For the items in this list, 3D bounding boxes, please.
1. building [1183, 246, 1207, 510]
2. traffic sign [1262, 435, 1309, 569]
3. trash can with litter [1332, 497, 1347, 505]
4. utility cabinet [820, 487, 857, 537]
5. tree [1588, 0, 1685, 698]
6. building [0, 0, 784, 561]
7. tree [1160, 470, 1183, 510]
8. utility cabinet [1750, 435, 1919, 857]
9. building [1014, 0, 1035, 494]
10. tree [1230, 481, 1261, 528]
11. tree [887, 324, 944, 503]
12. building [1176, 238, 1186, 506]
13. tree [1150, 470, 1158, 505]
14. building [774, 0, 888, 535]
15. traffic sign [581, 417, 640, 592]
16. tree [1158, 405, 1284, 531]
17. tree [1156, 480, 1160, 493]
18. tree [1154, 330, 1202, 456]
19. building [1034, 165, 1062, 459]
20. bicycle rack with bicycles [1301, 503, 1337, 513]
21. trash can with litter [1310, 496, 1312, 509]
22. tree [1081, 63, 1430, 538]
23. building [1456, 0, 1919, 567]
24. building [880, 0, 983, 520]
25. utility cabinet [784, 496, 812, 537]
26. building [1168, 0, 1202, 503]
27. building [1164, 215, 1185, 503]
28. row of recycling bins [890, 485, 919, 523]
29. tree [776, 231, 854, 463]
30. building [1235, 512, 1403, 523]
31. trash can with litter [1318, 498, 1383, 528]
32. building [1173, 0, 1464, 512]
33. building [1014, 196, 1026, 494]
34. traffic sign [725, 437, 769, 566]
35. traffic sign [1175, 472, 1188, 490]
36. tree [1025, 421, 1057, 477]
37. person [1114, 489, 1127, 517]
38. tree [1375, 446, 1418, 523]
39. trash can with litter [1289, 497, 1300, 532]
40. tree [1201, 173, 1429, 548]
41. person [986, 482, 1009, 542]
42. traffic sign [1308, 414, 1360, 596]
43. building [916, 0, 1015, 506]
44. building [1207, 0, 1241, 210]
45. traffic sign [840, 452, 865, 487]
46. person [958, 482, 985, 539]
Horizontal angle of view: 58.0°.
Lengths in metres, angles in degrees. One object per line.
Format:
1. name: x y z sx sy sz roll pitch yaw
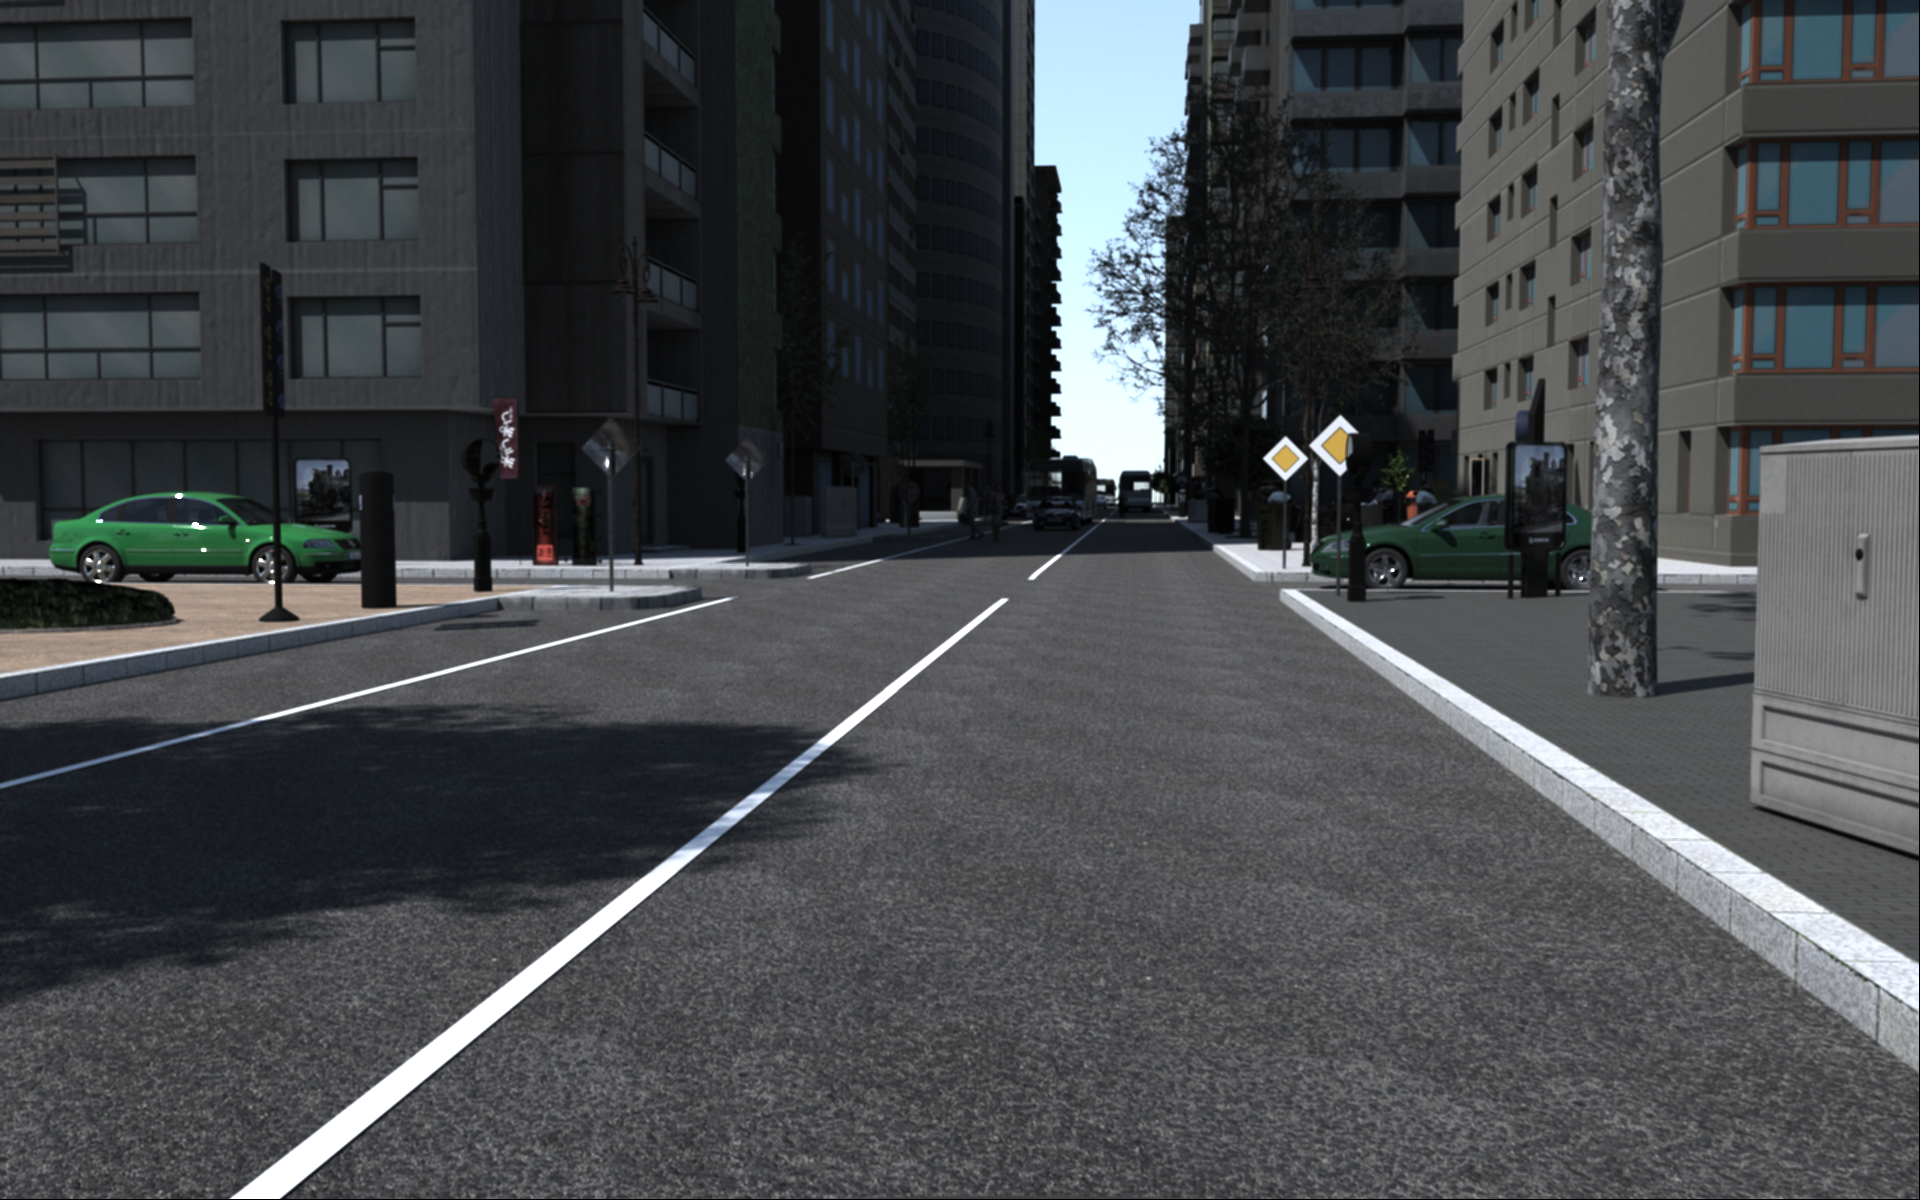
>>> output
1. building: 31.431 -17.590 132.641 27.650 21.520 28.899 0 4 6
2. traffic sign: 5.572 -1.594 29.710 0.795 2.450 0.064 0 4 6
3. trash can with litter: 16.055 -3.733 72.422 1.055 1.170 0.624 -3 4 -38
4. utility cabinet: -3.573 -2.600 51.194 1.173 1.500 0.318 -3 5 -43
5. tree: 4.736 -9.371 9.109 12.611 20.169 13.585 0 3 0
6. building: -12.301 -21.683 38.110 14.154 41.232 14.086 0 4 6
7. tree: 17.084 -8.779 138.138 1.663 3.219 1.824 0 3 0
8. utility cabinet: 3.422 0.136 6.458 0.318 1.500 1.173 0 4 -6
9. building: 0.365 -46.638 200.780 20.563 71.187 20.611 0 4 6
10. tree: 11.215 -4.356 65.828 1.663 3.219 1.824 0 3 0
11. tree: -2.639 -7.577 74.240 4.737 8.622 4.395 0 3 0
12. building: 31.563 -25.950 195.977 14.160 30.474 14.107 0 4 6
13. tree: 24.478 -13.918 211.279 4.285 4.588 4.351 0 3 0
14. building: -10.409 -25.070 60.009 14.600 45.320 14.200 0 4 6
15. traffic sign: -4.582 -1.168 22.735 0.795 2.450 0.064 0 4 6
16. tree: 10.113 -4.711 60.743 4.285 4.588 4.351 0 3 0
17. tree: 23.674 -12.706 202.348 1.663 3.219 1.824 0 3 0
18. tree: 10.237 -7.395 71.264 4.360 8.622 3.978 0 3 0
19. building: 1.934 -34.962 226.247 22.147 44.769 28.867 0 4 6
20. bicycle rack with bicycles: 14.253 -3.218 65.996 2.852 0.926 2.925 -2 4 -30
21. trash can with litter: 14.151 -3.637 70.523 1.678 1.210 2.233 -3 5 -40
22. tree: 8.211 -8.561 50.345 12.009 13.543 11.850 0 3 0
23. building: 29.390 -12.060 42.217 28.899 21.520 27.650 0 4 6
24. building: -15.303 -24.567 93.558 32.217 40.220 23.993 0 4 6
25. utility cabinet: -4.846 -2.496 51.963 0.306 1.237 1.020 -3 5 -43
26. building: 39.571 -56.154 230.786 22.319 86.520 31.000 0 4 6
27. building: 37.224 -34.950 255.023 14.154 41.232 14.086 0 4 6
28. row of recycling bins: -2.533 -4.329 77.888 1.069 1.692 3.534 1 4 8
29. tree: -5.148 -6.059 49.434 4.737 8.622 4.395 0 3 0
30. building: 25.138 -28.603 87.274 23.786 49.044 30.456 0 4 6
31. trash can with litter: 8.049 -1.313 32.526 2.233 1.210 1.678 2 4 25
32. building: 32.261 -33.166 161.876 23.786 49.044 30.456 0 4 6
33. building: -1.263 -23.863 161.859 14.160 30.474 14.107 0 4 6
34. traffic sign: -3.772 -1.654 30.679 0.795 2.450 0.064 0 4 6
35. traffic sign: 12.980 -6.194 101.371 0.768 2.556 0.104 0 4 6
36. tree: 7.719 -13.667 173.824 4.737 8.622 4.395 0 3 0
37. person: 9.973 -5.992 107.198 0.721 1.736 1.217 3 5 44
38. tree: 17.563 -4.597 69.757 1.663 3.219 1.824 0 3 0
39. trash can with litter: 10.826 -2.836 57.756 1.055 1.170 0.624 1 4 14
40. tree: 8.618 -5.534 40.837 4.360 8.622 3.978 0 3 0
41. person: 1.093 -2.620 51.690 0.716 1.782 0.532 -2 4 -33
42. traffic sign: 4.762 -1.108 21.766 0.795 2.450 0.064 0 4 6
43. building: -7.684 -35.336 119.747 21.231 58.520 28.212 0 4 6
44. building: 22.923 -26.162 111.340 14.154 41.232 14.086 0 4 6
45. traffic sign: -3.260 -3.212 52.626 0.768 2.556 0.104 0 4 6
46. person: 0.359 -2.834 54.951 0.853 1.813 0.709 0 4 -2
